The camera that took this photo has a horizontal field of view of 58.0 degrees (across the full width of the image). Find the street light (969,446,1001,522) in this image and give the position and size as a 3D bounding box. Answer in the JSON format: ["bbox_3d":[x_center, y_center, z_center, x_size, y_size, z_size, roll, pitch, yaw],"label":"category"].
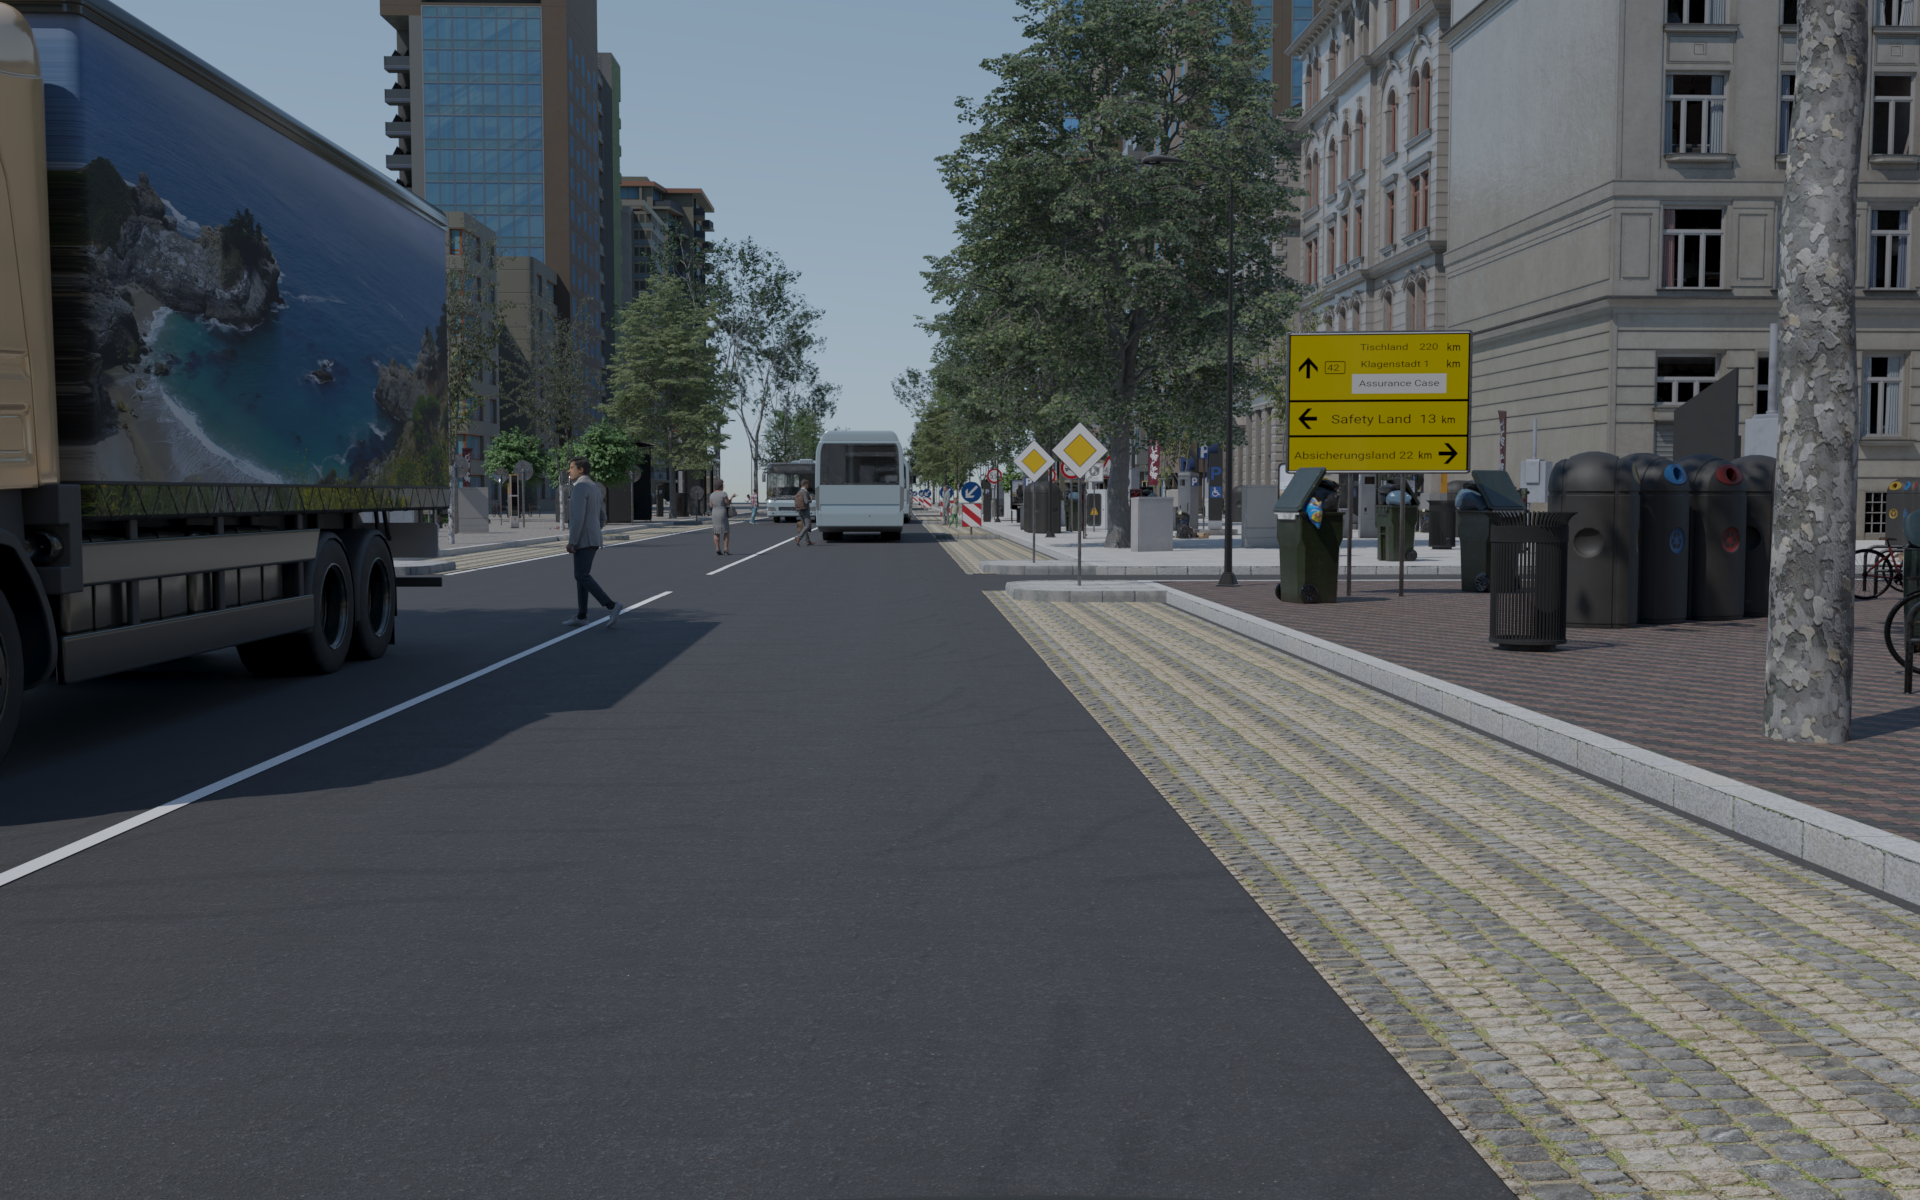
[{"bbox_3d":[1.165,-6.459,78.147,1.470,5.913,1.316,0,4,-2],"label":"street light"}]

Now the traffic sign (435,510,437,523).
[{"bbox_3d":[-15.436,-3.118,50.979,0.884,2.594,0.081,0,4,1],"label":"traffic sign"}]

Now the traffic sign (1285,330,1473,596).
[{"bbox_3d":[5.217,-1.700,21.666,2.265,3.308,0.079,0,4,7],"label":"traffic sign"}]

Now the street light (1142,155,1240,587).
[{"bbox_3d":[3.190,-3.142,23.918,1.470,5.913,1.316,0,4,-2],"label":"street light"}]

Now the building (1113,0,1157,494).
[{"bbox_3d":[24.371,-31.844,140.259,23.786,49.044,30.456,0,4,-2],"label":"building"}]

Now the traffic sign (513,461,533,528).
[{"bbox_3d":[-16.701,-4.045,66.242,0.768,2.556,0.104,0,4,1],"label":"traffic sign"}]

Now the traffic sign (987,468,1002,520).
[{"bbox_3d":[1.687,-5.170,84.630,0.768,2.556,0.104,0,4,5],"label":"traffic sign"}]

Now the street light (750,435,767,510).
[{"bbox_3d":[-15.783,-9.981,135.737,1.470,5.913,1.316,0,4,-2],"label":"street light"}]

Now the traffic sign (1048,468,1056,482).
[{"bbox_3d":[4.181,-5.023,82.236,0.768,2.556,0.104,0,4,-1],"label":"traffic sign"}]

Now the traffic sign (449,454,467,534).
[{"bbox_3d":[-16.157,-3.383,55.421,0.768,2.556,0.104,0,4,0],"label":"traffic sign"}]

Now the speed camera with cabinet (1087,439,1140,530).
[{"bbox_3d":[5.447,-4.153,62.239,2.038,3.252,0.660,3,5,39],"label":"speed camera with cabinet"}]

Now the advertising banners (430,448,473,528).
[{"bbox_3d":[-19.047,-4.207,64.968,0.090,3.025,2.074,2,4,33],"label":"advertising banners"}]

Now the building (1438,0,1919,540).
[{"bbox_3d":[31.766,-13.547,54.778,30.059,22.955,16.112,0,4,-2],"label":"building"}]

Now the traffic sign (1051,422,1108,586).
[{"bbox_3d":[1.666,-1.254,24.149,0.795,2.450,0.064,0,4,-2],"label":"traffic sign"}]

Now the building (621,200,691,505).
[{"bbox_3d":[-49.678,-31.969,214.575,32.217,40.220,23.993,0,4,-2],"label":"building"}]

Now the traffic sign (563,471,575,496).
[{"bbox_3d":[-17.013,-4.488,75.516,0.606,2.300,0.079,0,4,1],"label":"traffic sign"}]

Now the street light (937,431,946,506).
[{"bbox_3d":[-0.750,-9.542,128.550,1.470,5.913,1.316,0,4,-2],"label":"street light"}]

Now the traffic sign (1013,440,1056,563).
[{"bbox_3d":[1.372,-1.742,32.129,0.795,2.450,0.064,0,4,-2],"label":"traffic sign"}]

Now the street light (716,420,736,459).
[{"bbox_3d":[-14.666,-8.291,108.097,1.470,5.913,1.316,0,4,-2],"label":"street light"}]

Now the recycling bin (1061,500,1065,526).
[{"bbox_3d":[4.250,-3.448,68.926,0.722,1.027,0.722,-1,4,-21],"label":"recycling bin"}]

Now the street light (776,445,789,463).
[{"bbox_3d":[-16.738,-11.647,162.961,1.470,5.913,1.316,0,4,-2],"label":"street light"}]

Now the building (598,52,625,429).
[{"bbox_3d":[-38.394,-28.864,155.524,14.154,41.232,14.086,0,4,-2],"label":"building"}]

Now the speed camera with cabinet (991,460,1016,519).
[{"bbox_3d":[2.402,-5.792,89.042,2.038,3.252,0.660,3,4,39],"label":"speed camera with cabinet"}]

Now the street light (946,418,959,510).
[{"bbox_3d":[0.066,-8.181,106.297,1.470,5.913,1.316,0,4,-2],"label":"street light"}]

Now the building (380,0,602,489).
[{"bbox_3d":[-37.525,-30.042,141.305,14.600,45.320,14.200,0,4,-2],"label":"building"}]

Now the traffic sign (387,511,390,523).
[{"bbox_3d":[-10.465,-1.717,31.714,0.795,2.450,0.064,0,4,-2],"label":"traffic sign"}]

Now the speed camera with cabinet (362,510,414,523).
[{"bbox_3d":[-13.188,-2.690,38.324,2.038,3.252,0.660,-3,5,-41],"label":"speed camera with cabinet"}]

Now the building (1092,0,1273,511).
[{"bbox_3d":[20.115,-31.342,162.555,14.600,45.320,14.200,0,4,-2],"label":"building"}]

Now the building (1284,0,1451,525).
[{"bbox_3d":[23.643,-17.675,76.379,14.401,28.519,23.554,0,4,-2],"label":"building"}]

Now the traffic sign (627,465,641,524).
[{"bbox_3d":[-14.077,-4.541,74.350,0.768,2.556,0.104,0,4,1],"label":"traffic sign"}]

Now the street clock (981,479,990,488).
[{"bbox_3d":[1.269,-4.971,85.850,0.358,2.002,0.471,3,5,43],"label":"street clock"}]

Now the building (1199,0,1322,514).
[{"bbox_3d":[21.115,-28.614,117.952,14.600,45.320,14.200,0,4,-2],"label":"building"}]

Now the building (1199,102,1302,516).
[{"bbox_3d":[20.642,-16.469,98.147,11.050,23.489,19.941,0,4,-2],"label":"building"}]

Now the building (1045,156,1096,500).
[{"bbox_3d":[21.623,-34.655,221.238,22.147,44.769,28.867,0,4,-2],"label":"building"}]

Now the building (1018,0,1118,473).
[{"bbox_3d":[20.703,-57.319,249.828,22.319,86.520,31.000,0,4,-2],"label":"building"}]

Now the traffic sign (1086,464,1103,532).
[{"bbox_3d":[4.522,-3.441,58.382,0.606,2.300,0.079,0,4,-2],"label":"traffic sign"}]

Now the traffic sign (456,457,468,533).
[{"bbox_3d":[-16.514,-3.471,56.851,0.768,2.556,0.104,0,4,1],"label":"traffic sign"}]

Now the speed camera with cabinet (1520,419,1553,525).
[{"bbox_3d":[15.825,-3.129,45.493,2.038,3.252,0.660,3,4,38],"label":"speed camera with cabinet"}]

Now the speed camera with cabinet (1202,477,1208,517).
[{"bbox_3d":[13.962,-6.293,97.221,0.660,3.252,2.038,1,4,13],"label":"speed camera with cabinet"}]

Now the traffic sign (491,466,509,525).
[{"bbox_3d":[-18.751,-4.255,70.749,0.795,2.450,0.064,0,4,5],"label":"traffic sign"}]

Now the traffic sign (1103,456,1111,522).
[{"bbox_3d":[5.035,-3.582,58.567,0.884,2.594,0.081,0,4,-1],"label":"traffic sign"}]

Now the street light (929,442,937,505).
[{"bbox_3d":[-1.797,-11.213,155.871,1.470,5.913,1.316,0,4,-2],"label":"street light"}]

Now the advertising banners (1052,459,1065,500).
[{"bbox_3d":[4.904,-5.521,86.454,0.090,3.025,2.074,1,4,23],"label":"advertising banners"}]

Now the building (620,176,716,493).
[{"bbox_3d":[-45.877,-35.868,241.060,22.147,44.769,28.867,0,4,-2],"label":"building"}]

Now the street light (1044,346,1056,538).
[{"bbox_3d":[2.130,-4.794,50.923,1.470,5.913,1.316,0,4,-2],"label":"street light"}]

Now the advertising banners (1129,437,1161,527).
[{"bbox_3d":[5.385,-3.487,53.203,0.090,3.025,2.074,-3,5,-44],"label":"advertising banners"}]

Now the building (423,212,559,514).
[{"bbox_3d":[-44.634,-16.829,120.198,27.650,21.520,28.899,0,4,-2],"label":"building"}]

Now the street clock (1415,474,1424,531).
[{"bbox_3d":[15.997,-3.434,60.720,0.358,2.002,0.471,-3,5,-44],"label":"street clock"}]

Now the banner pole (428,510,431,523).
[{"bbox_3d":[-17.056,-3.997,55.368,0.401,3.779,0.863,-2,4,-32],"label":"banner pole"}]

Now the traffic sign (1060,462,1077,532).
[{"bbox_3d":[3.775,-3.581,58.655,0.768,2.556,0.104,0,4,5],"label":"traffic sign"}]

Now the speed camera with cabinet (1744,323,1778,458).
[{"bbox_3d":[8.890,-1.553,19.735,2.038,3.252,0.660,-2,4,-23],"label":"speed camera with cabinet"}]
